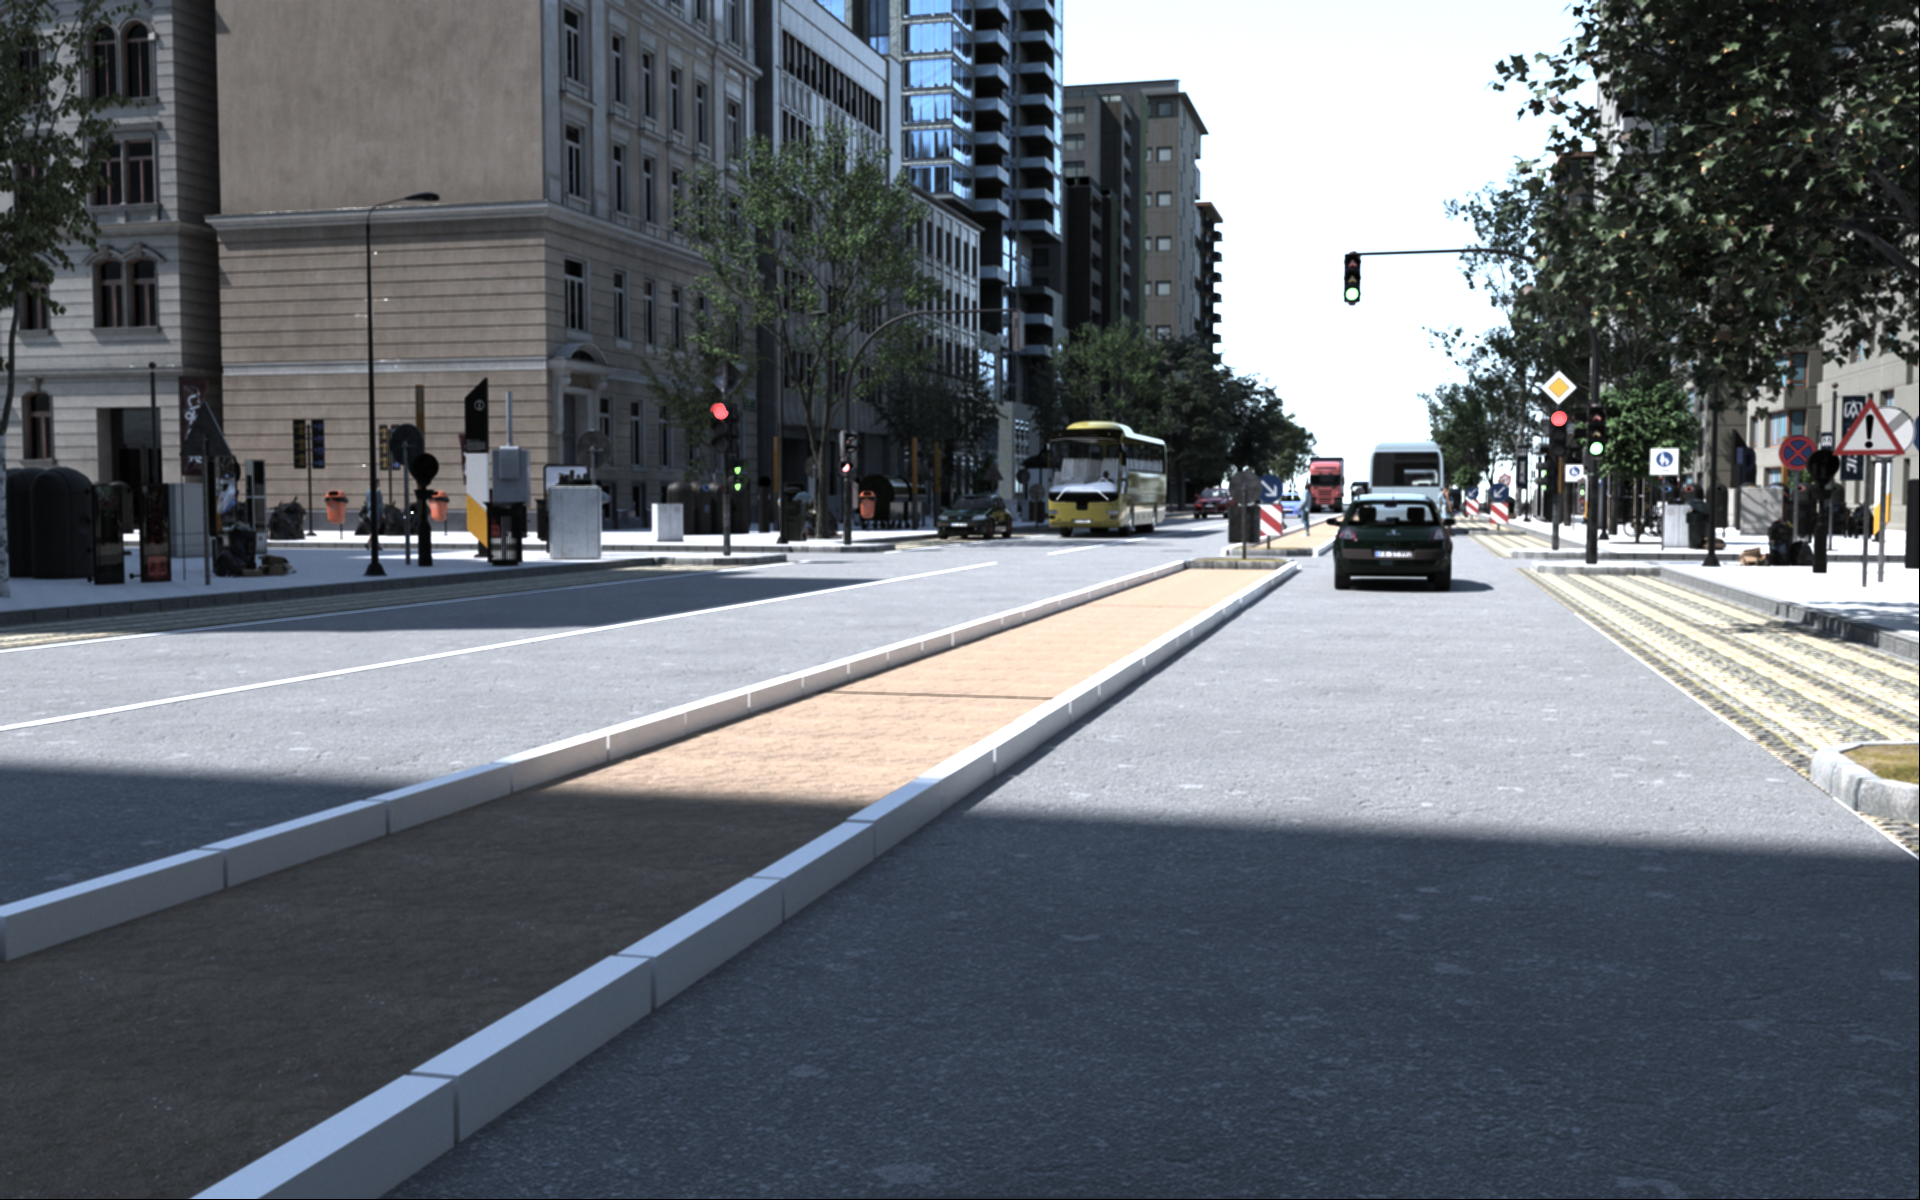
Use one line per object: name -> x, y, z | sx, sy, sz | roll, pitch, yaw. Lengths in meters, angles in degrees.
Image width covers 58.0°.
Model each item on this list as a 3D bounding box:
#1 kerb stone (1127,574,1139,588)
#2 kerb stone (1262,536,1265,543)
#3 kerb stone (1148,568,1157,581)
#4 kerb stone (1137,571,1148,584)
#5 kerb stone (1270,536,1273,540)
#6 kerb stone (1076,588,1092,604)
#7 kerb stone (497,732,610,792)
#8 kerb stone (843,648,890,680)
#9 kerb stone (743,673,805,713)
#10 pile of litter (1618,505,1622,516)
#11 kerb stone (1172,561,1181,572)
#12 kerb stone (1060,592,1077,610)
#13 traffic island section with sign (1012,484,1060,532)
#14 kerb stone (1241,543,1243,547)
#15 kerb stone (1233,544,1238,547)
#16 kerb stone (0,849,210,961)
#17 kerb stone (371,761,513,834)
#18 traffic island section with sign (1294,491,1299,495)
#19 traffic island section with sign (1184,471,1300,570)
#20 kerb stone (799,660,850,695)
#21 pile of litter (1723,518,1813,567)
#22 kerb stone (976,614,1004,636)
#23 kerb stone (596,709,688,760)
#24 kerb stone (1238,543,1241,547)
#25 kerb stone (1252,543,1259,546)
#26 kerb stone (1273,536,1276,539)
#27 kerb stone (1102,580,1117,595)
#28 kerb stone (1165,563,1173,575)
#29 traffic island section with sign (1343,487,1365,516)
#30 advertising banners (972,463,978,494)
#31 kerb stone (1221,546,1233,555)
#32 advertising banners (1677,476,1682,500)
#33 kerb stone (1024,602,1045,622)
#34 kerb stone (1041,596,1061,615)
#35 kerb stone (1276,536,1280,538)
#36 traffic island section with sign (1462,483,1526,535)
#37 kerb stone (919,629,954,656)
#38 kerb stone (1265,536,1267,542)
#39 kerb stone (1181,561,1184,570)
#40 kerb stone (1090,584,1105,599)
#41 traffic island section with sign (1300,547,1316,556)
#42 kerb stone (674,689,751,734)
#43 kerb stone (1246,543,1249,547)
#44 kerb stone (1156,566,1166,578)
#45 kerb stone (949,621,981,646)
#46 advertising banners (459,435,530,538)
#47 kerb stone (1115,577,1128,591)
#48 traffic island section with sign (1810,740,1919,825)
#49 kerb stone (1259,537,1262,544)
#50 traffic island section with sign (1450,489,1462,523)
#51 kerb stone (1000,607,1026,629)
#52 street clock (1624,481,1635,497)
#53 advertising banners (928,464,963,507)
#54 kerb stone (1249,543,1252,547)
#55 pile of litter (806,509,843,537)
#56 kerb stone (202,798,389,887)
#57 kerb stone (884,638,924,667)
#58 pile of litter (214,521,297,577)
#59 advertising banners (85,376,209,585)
kerb stone -> 2.577, -0.272, 26.647 | 0.120, 0.150, 1.000 | 1, 4, 14
kerb stone -> 8.627, -1.700, 49.985 | 0.120, 0.150, 1.000 | 1, 4, 14
kerb stone -> 3.090, -0.391, 28.627 | 0.120, 0.150, 1.000 | 1, 4, 14
kerb stone -> 2.834, -0.333, 27.637 | 0.120, 0.150, 1.000 | 1, 4, 14
kerb stone -> 9.394, -1.882, 52.963 | 0.120, 0.150, 1.000 | 1, 4, 14
kerb stone -> 1.541, -0.022, 22.662 | 0.120, 0.150, 1.000 | 1, 4, 14
kerb stone -> -2.063, 0.822, 8.750 | 0.120, 0.150, 1.000 | 1, 4, 14
kerb stone -> -0.779, 0.520, 13.710 | 0.120, 0.150, 1.000 | 1, 4, 14
kerb stone -> -1.295, 0.640, 11.727 | 0.120, 0.150, 1.000 | 1, 4, 14
pile of litter -> 36.997, -4.990, 95.548 | 1.176, 0.858, 1.719 | -2, 4, -29
kerb stone -> 3.860, -0.576, 31.611 | 0.120, 0.150, 1.000 | 1, 4, 14
kerb stone -> 1.286, 0.035, 21.666 | 0.120, 0.150, 1.000 | 1, 4, 14
traffic island section with sign -> 2.875, -3.499, 65.839 | 1.989, 1.847, 2.006 | 1, 4, 14
kerb stone -> 7.083, -1.337, 44.048 | 0.120, 0.150, 1.000 | 1, 4, 14
kerb stone -> 6.571, -1.215, 42.063 | 0.120, 0.150, 1.000 | 1, 4, 14
kerb stone -> -2.836, 1.007, 5.769 | 0.120, 0.150, 1.000 | 1, 4, 14
kerb stone -> -2.318, 0.883, 7.752 | 0.120, 0.150, 1.000 | 1, 4, 14
traffic island section with sign -> 42.616, -12.878, 219.190 | 1.989, 1.847, 2.006 | 1, 4, 14
traffic island section with sign -> 5.457, -1.556, 33.584 | 2.006, 1.907, 1.989 | 1, 4, 14
kerb stone -> -1.038, 0.582, 12.719 | 0.120, 0.150, 1.000 | 1, 4, 14
pile of litter -> 14.581, -1.052, 31.161 | 1.719, 0.858, 1.176 | 1, 4, 9
kerb stone -> 0.254, 0.277, 17.702 | 0.120, 0.150, 1.000 | 1, 4, 14
kerb stone -> -1.803, 0.762, 9.739 | 0.120, 0.150, 1.000 | 1, 4, 14
kerb stone -> 6.825, -1.276, 43.054 | 0.120, 0.150, 1.000 | 1, 4, 14
kerb stone -> 8.114, -1.579, 48.006 | 0.120, 0.150, 1.000 | 1, 4, 14
kerb stone -> 9.656, -1.943, 53.959 | 0.120, 0.150, 1.000 | 1, 4, 14
kerb stone -> 2.055, -0.150, 24.650 | 0.120, 0.150, 1.000 | 1, 4, 14
kerb stone -> 3.603, -0.511, 30.617 | 0.120, 0.150, 1.000 | 1, 4, 14
traffic island section with sign -> 26.166, -6.444, 113.500 | 2.006, 1.907, 1.989 | 1, 4, 14
advertising banners -> 0.843, -6.091, 95.771 | 0.090, 3.025, 2.074 | 0, 4, -7
kerb stone -> 6.313, -1.151, 41.074 | 0.120, 0.150, 1.000 | 1, 4, 14
advertising banners -> 30.620, -4.728, 73.483 | 0.090, 3.025, 2.074 | 1, 4, 12
kerb stone -> 0.777, 0.159, 19.684 | 0.120, 0.150, 1.000 | 1, 4, 14
kerb stone -> 1.023, 0.093, 20.676 | 0.120, 0.150, 1.000 | 1, 4, 14
kerb stone -> 10.165, -2.064, 55.946 | 0.120, 0.150, 1.000 | 1, 4, 14
traffic island section with sign -> 18.819, -3.200, 60.943 | 1.989, 1.847, 2.006 | 1, 4, 14
kerb stone -> -0.259, 0.399, 15.692 | 0.120, 0.150, 1.000 | 1, 4, 14
kerb stone -> 8.884, -1.761, 50.980 | 0.120, 0.150, 1.000 | 1, 4, 14
kerb stone -> 4.116, -0.637, 32.603 | 0.120, 0.150, 1.000 | 1, 4, 14
kerb stone -> 1.802, -0.085, 23.660 | 0.120, 0.150, 1.000 | 1, 4, 14
traffic island section with sign -> 7.325, -1.995, 40.753 | 2.006, 1.907, 1.989 | 1, 4, 14
kerb stone -> -1.553, 0.701, 10.731 | 0.120, 0.150, 1.000 | 1, 4, 14
kerb stone -> 7.335, -1.396, 45.038 | 0.120, 0.150, 1.000 | 1, 4, 14
kerb stone -> 3.355, -0.454, 29.624 | 0.120, 0.150, 1.000 | 1, 4, 14
kerb stone -> 0.004, 0.336, 16.703 | 0.120, 0.150, 1.000 | 1, 4, 14
advertising banners -> -13.570, -3.319, 50.458 | 2.074, 3.025, 0.090 | 0, 4, 4
kerb stone -> 2.315, -0.211, 25.647 | 0.120, 0.150, 1.000 | 1, 4, 14
traffic island section with sign -> 5.091, 0.044, 7.914 | 1.989, 1.847, 2.006 | 1, 4, 14
kerb stone -> 8.368, -1.639, 48.996 | 0.120, 0.150, 1.000 | 1, 4, 14
traffic island section with sign -> 25.598, -4.796, 87.035 | 1.989, 1.847, 2.006 | 1, 4, 14
kerb stone -> 0.517, 0.214, 18.694 | 0.120, 0.150, 1.000 | 1, 4, 14
street clock -> 30.312, -4.520, 78.468 | 0.471, 2.002, 0.358 | 1, 4, 18
advertising banners -> -0.841, -6.240, 98.218 | 2.074, 3.025, 0.090 | 1, 4, 13
kerb stone -> 7.599, -1.458, 46.027 | 0.120, 0.150, 1.000 | 1, 4, 14
pile of litter -> -4.212, -2.338, 52.195 | 1.176, 0.858, 1.719 | -2, 4, -29
kerb stone -> -2.580, 0.944, 6.759 | 0.120, 0.150, 1.000 | 1, 4, 14
kerb stone -> -0.520, 0.458, 14.699 | 0.120, 0.150, 1.000 | 1, 4, 14
pile of litter -> -11.135, -0.828, 27.501 | 1.176, 0.858, 1.719 | 1, 4, 20
advertising banners -> -11.770, -1.775, 25.209 | 0.090, 3.025, 2.074 | 2, 4, 28
